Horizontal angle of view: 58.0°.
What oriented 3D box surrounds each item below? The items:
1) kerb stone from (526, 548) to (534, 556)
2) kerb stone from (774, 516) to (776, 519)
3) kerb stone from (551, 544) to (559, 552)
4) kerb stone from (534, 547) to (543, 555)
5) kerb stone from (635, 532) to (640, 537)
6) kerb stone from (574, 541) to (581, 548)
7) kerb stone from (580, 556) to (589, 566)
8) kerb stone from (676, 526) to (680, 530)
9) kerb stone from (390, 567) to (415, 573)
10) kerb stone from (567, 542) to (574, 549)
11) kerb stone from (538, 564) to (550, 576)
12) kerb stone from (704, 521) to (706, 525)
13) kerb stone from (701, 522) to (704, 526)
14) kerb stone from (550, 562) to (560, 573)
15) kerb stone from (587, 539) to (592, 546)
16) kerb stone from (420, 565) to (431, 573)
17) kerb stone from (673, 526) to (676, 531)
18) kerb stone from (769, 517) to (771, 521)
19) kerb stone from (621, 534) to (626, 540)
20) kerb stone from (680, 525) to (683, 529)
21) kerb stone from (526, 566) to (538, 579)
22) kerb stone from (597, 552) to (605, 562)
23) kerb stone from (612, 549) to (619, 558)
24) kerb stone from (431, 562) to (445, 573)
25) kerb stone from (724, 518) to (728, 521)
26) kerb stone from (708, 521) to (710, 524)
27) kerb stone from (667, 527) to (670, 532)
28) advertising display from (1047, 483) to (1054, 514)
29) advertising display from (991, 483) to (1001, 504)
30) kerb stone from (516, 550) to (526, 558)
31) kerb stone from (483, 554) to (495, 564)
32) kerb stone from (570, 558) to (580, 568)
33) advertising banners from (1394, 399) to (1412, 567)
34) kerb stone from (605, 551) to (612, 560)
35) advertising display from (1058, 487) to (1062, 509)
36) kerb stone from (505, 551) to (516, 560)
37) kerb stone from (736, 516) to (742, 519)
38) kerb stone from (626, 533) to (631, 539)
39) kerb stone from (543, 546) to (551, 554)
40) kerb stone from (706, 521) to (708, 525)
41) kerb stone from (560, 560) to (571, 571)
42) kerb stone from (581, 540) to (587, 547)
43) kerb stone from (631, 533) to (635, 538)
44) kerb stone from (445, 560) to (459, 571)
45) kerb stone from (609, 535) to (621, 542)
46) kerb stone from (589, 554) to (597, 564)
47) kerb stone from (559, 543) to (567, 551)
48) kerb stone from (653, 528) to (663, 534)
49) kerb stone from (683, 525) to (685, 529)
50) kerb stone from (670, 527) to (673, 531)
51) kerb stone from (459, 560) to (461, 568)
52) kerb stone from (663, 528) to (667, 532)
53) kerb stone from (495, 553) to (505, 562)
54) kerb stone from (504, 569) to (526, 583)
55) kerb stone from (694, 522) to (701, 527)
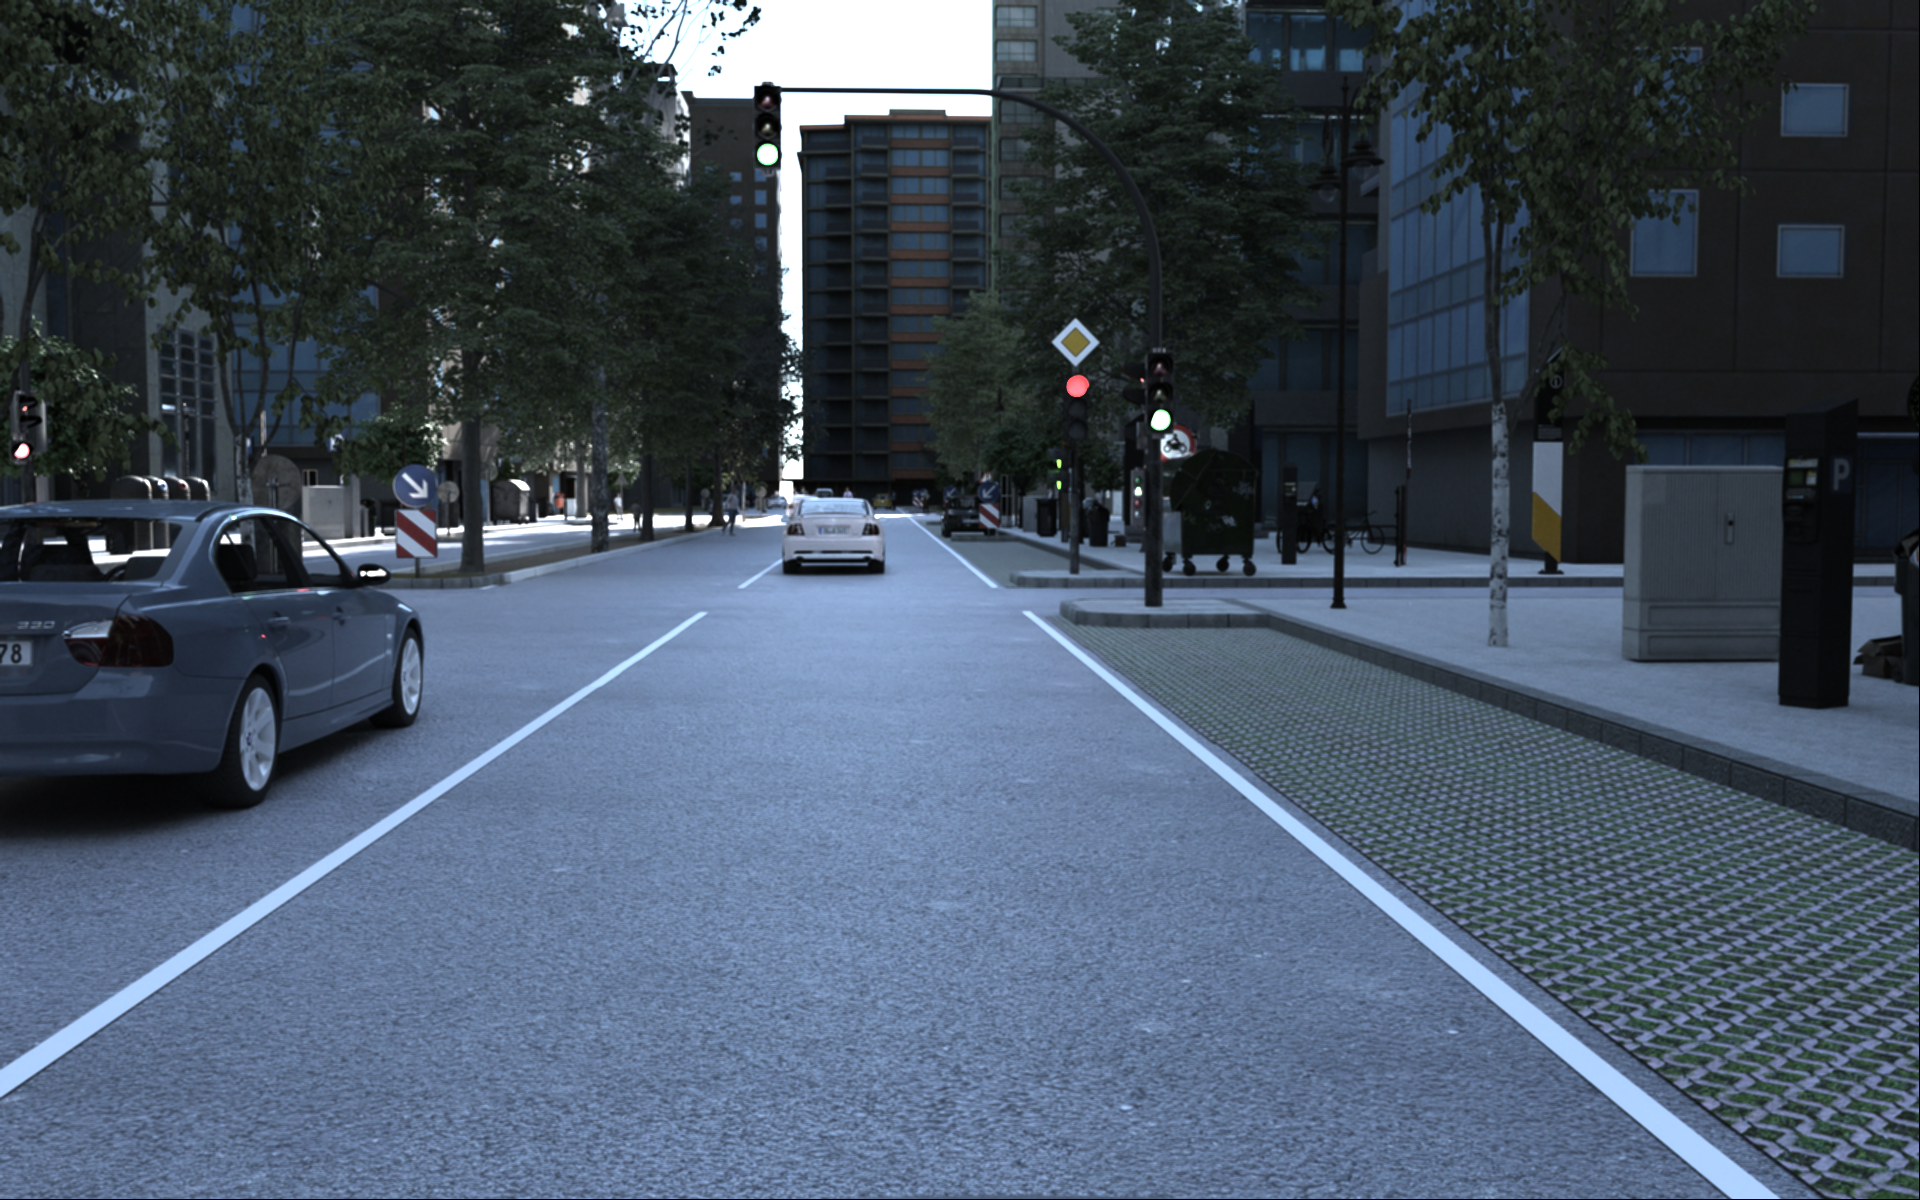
[{"bbox_3d":[-9.946,-1.064,39.587,0.120,0.150,1.000,0,4,-3],"label":"kerb stone"},{"bbox_3d":[-10.449,-4.511,95.953,0.120,0.150,1.000,0,4,-3],"label":"kerb stone"},{"bbox_3d":[-10.088,-1.252,42.658,0.120,0.150,1.000,0,4,-3],"label":"kerb stone"},{"bbox_3d":[-9.997,-1.126,40.608,0.120,0.150,1.000,0,4,-3],"label":"kerb stone"},{"bbox_3d":[-10.749,-2.126,56.989,0.120,0.150,1.000,0,4,-3],"label":"kerb stone"},{"bbox_3d":[-10.227,-1.439,45.728,0.120,0.150,1.000,0,4,-3],"label":"kerb stone"},{"bbox_3d":[-7.608,-0.757,34.579,0.120,0.150,1.000,0,4,-3],"label":"kerb stone"},{"bbox_3d":[-11.273,-2.818,68.269,0.120,0.150,1.000,0,4,-3],"label":"kerb stone"},{"bbox_3d":[-9.480,-0.436,29.339,0.120,0.150,1.000,0,4,-3],"label":"kerb stone"},{"bbox_3d":[-10.180,-1.373,44.701,0.120,0.150,1.000,0,4,-3],"label":"kerb stone"},{"bbox_3d":[-7.424,-0.505,30.473,0.120,0.150,1.000,0,4,-3],"label":"kerb stone"},{"bbox_3d":[-11.744,-3.444,78.512,0.120,0.150,1.000,0,4,-3],"label":"kerb stone"},{"bbox_3d":[-11.696,-3.382,77.486,0.120,0.150,1.000,0,4,-3],"label":"kerb stone"},{"bbox_3d":[-7.471,-0.567,31.496,0.120,0.150,1.000,0,4,-3],"label":"kerb stone"},{"bbox_3d":[-10.320,-1.565,47.788,0.120,0.150,1.000,0,4,-3],"label":"kerb stone"},{"bbox_3d":[-9.522,-0.500,30.373,0.120,0.150,1.000,0,4,-3],"label":"kerb stone"},{"bbox_3d":[-11.226,-2.756,67.248,0.120,0.150,1.000,0,4,-3],"label":"kerb stone"},{"bbox_3d":[-10.260,-4.261,91.861,0.120,0.150,1.000,0,4,-3],"label":"kerb stone"},{"bbox_3d":[-10.608,-1.941,53.924,0.120,0.150,1.000,0,4,-3],"label":"kerb stone"},{"bbox_3d":[-11.316,-2.880,69.291,0.120,0.150,1.000,0,4,-3],"label":"kerb stone"},{"bbox_3d":[-7.384,-0.444,29.452,0.120,0.150,1.000,0,4,-3],"label":"kerb stone"},{"bbox_3d":[-7.703,-0.882,36.621,0.120,0.150,1.000,0,4,-3],"label":"kerb stone"},{"bbox_3d":[-7.801,-1.006,38.663,0.120,0.150,1.000,0,4,-3],"label":"kerb stone"},{"bbox_3d":[-9.569,-0.563,31.402,0.120,0.150,1.000,0,4,-3],"label":"kerb stone"},{"bbox_3d":[-12.408,-4.320,92.834,0.120,0.150,1.000,0,4,-3],"label":"kerb stone"},{"bbox_3d":[-11.831,-3.560,80.566,0.120,0.150,1.000,0,4,-3],"label":"kerb stone"},{"bbox_3d":[-11.127,-2.629,65.186,0.120,0.150,1.000,0,4,-3],"label":"kerb stone"},{"bbox_3d":[5.260,-5.837,100.643,0.123,1.923,0.974,-1,4,-15],"label":"advertising display"},{"bbox_3d":[1.840,-4.505,78.866,0.974,1.923,0.123,2,4,34],"label":"advertising display"},{"bbox_3d":[-9.893,-1.001,38.567,0.120,0.150,1.000,0,4,-3],"label":"kerb stone"},{"bbox_3d":[-9.759,-0.812,35.503,0.120,0.150,1.000,0,4,-3],"label":"kerb stone"},{"bbox_3d":[-7.570,-0.693,33.557,0.120,0.150,1.000,0,4,-3],"label":"kerb stone"},{"bbox_3d":[8.035,-2.150,31.336,0.090,3.025,2.074,1,4,21],"label":"advertising banners"},{"bbox_3d":[-7.757,-0.945,37.642,0.120,0.150,1.000,0,4,-3],"label":"kerb stone"},{"bbox_3d":[4.598,-4.547,79.564,0.123,1.923,0.974,0,4,-1],"label":"advertising display"},{"bbox_3d":[-9.849,-0.939,37.545,0.120,0.150,1.000,0,4,-3],"label":"kerb stone"},{"bbox_3d":[-12.739,-4.759,100.003,0.120,0.150,1.000,0,4,-3],"label":"kerb stone"},{"bbox_3d":[-10.659,-2.001,54.947,0.120,0.150,1.000,0,4,-3],"label":"kerb stone"},{"bbox_3d":[-10.039,-1.189,41.632,0.120,0.150,1.000,0,4,-3],"label":"kerb stone"},{"bbox_3d":[-11.789,-3.507,79.533,0.120,0.150,1.000,0,4,-3],"label":"kerb stone"},{"bbox_3d":[-7.514,-0.628,32.529,0.120,0.150,1.000,0,4,-3],"label":"kerb stone"},{"bbox_3d":[-10.285,-1.498,46.761,0.120,0.150,1.000,0,4,-3],"label":"kerb stone"},{"bbox_3d":[-10.703,-2.066,55.968,0.120,0.150,1.000,0,4,-3],"label":"kerb stone"},{"bbox_3d":[-9.614,-0.626,32.423,0.120,0.150,1.000,0,4,-3],"label":"kerb stone"},{"bbox_3d":[-10.564,-1.875,52.901,0.120,0.150,1.000,0,4,-3],"label":"kerb stone"},{"bbox_3d":[-7.661,-0.820,35.599,0.120,0.150,1.000,0,4,-3],"label":"kerb stone"},{"bbox_3d":[-10.135,-1.314,43.680,0.120,0.150,1.000,0,4,-3],"label":"kerb stone"},{"bbox_3d":[-11.029,-2.504,63.139,0.120,0.150,1.000,0,4,-3],"label":"kerb stone"},{"bbox_3d":[-11.367,-2.936,70.323,0.120,0.150,1.000,0,4,-3],"label":"kerb stone"},{"bbox_3d":[-11.182,-2.693,66.219,0.120,0.150,1.000,0,4,-3],"label":"kerb stone"},{"bbox_3d":[-9.659,-0.688,33.448,0.120,0.150,1.000,0,4,-3],"label":"kerb stone"},{"bbox_3d":[-11.077,-2.564,64.163,0.120,0.150,1.000,0,4,-3],"label":"kerb stone"},{"bbox_3d":[-9.809,-0.876,36.524,0.120,0.150,1.000,0,4,-3],"label":"kerb stone"},{"bbox_3d":[-7.324,-0.381,28.431,0.120,0.150,1.000,0,4,-3],"label":"kerb stone"},{"bbox_3d":[-11.643,-3.319,76.463,0.120,0.150,1.000,0,4,-3],"label":"kerb stone"}]
